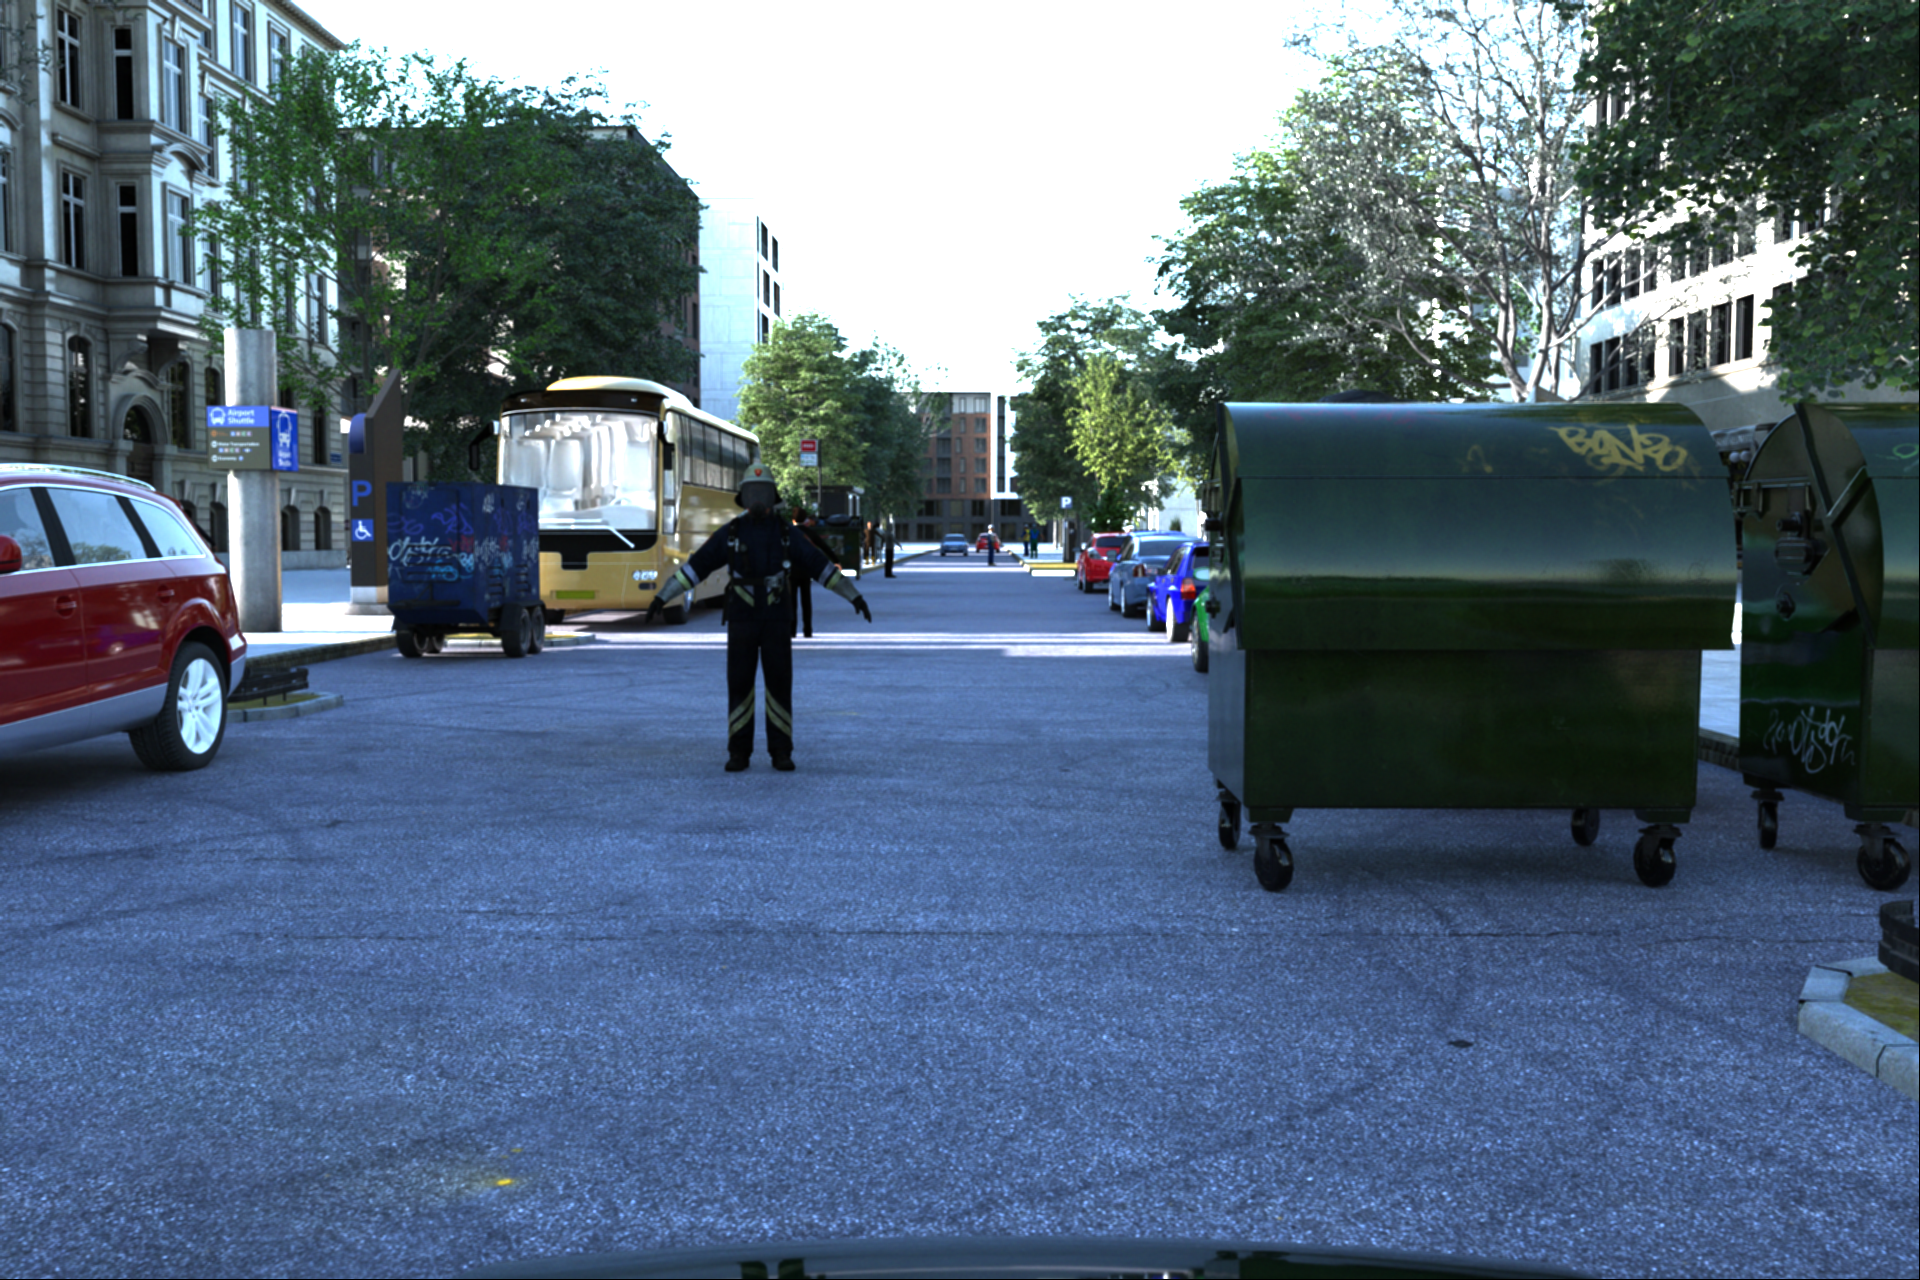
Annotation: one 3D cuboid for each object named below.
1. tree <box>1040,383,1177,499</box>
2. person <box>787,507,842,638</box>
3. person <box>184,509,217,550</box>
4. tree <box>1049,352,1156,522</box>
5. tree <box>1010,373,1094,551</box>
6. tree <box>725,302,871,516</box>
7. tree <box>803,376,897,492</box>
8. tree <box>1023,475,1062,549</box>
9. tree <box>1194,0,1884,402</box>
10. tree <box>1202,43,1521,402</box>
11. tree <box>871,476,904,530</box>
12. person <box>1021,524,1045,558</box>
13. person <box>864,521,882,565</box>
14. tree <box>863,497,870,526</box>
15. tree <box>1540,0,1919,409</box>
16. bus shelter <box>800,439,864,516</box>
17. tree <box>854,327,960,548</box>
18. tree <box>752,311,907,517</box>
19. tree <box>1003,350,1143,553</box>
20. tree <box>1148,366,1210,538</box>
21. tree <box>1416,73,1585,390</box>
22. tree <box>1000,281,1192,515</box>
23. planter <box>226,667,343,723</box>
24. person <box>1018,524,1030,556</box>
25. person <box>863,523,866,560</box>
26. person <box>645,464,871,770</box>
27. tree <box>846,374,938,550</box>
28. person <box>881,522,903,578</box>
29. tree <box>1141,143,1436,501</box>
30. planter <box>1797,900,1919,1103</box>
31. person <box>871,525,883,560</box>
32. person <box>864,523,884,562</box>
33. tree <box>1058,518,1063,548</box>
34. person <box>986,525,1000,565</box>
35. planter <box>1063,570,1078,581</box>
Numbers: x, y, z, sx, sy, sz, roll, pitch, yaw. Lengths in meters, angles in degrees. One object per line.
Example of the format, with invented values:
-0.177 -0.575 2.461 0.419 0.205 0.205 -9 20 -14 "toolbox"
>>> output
8.012 -9.984 97.658 8.767 10.594 7.601 0 4 -3 "tree"
-2.240 -0.938 23.981 1.347 1.806 0.705 -2 4 -24 "person"
-16.843 -1.940 37.761 1.345 1.823 0.704 -3 5 -45 "person"
8.842 -11.574 107.369 7.486 12.596 7.792 0 3 0 "tree"
8.230 -13.886 133.691 9.857 13.997 8.962 0 3 0 "tree"
-7.974 -10.216 85.159 7.486 12.596 7.792 0 3 0 "tree"
-7.592 -11.315 110.760 9.928 11.665 9.643 0 3 0 "tree"
8.432 -14.093 148.550 7.486 12.596 7.792 0 3 0 "tree"
9.433 -7.219 28.405 12.009 13.543 11.850 0 3 0 "tree"
9.229 -7.524 41.142 7.486 12.596 7.792 0 3 0 "tree"
-6.844 -11.947 145.703 4.360 8.622 3.978 0 3 0 "tree"
3.880 -5.204 91.214 1.347 1.817 0.704 -1 4 -22 "person"
-3.719 -4.010 71.699 1.346 1.812 0.704 0 4 6 "person"
-7.497 -10.390 120.234 4.360 8.622 3.978 0 3 0 "tree"
9.314 -6.584 14.297 9.857 13.997 8.962 0 3 0 "tree"
-5.617 -6.012 75.929 2.179 5.291 8.768 0 4 1 "bus shelter"
-6.018 -18.449 157.523 12.611 20.169 13.585 0 3 0 "tree"
-7.466 -11.750 98.770 9.857 13.997 8.962 0 3 0 "tree"
8.109 -13.048 119.988 9.857 13.997 8.962 0 3 0 "tree"
10.340 -7.615 74.872 4.737 8.622 4.395 0 3 0 "tree"
25.635 -13.180 71.375 12.611 20.169 13.585 0 3 0 "tree"
7.086 -11.023 86.876 9.857 13.997 8.962 0 3 0 "tree"
-6.154 0.437 13.990 1.991 0.319 1.994 0 4 2 "planter"
3.780 -5.717 99.440 0.705 1.833 1.349 2 4 31 "person"
-4.725 -4.813 84.627 1.347 1.837 0.705 2 4 30 "person"
-1.219 -0.140 10.519 1.354 1.856 0.705 0 4 -5 "person"
-6.637 -14.094 137.093 9.857 13.997 8.962 0 3 0 "tree"
-2.298 -2.960 56.978 0.705 1.813 1.348 -2 4 -32 "person"
10.427 -9.095 55.356 9.857 13.997 8.962 0 3 0 "tree"
3.408 1.012 4.598 1.991 0.319 1.994 0 3 0 "planter"
-4.246 -4.844 85.924 1.216 1.740 0.721 0 4 -5 "person"
-3.744 -4.470 79.270 1.347 1.806 0.705 0 4 -3 "person"
9.435 -14.318 159.846 9.928 11.665 9.643 0 3 0 "tree"
1.456 -4.329 79.091 0.705 1.847 1.347 -1 4 -22 "person"
4.243 -2.026 54.264 1.991 0.319 1.994 0 4 1 "planter"
